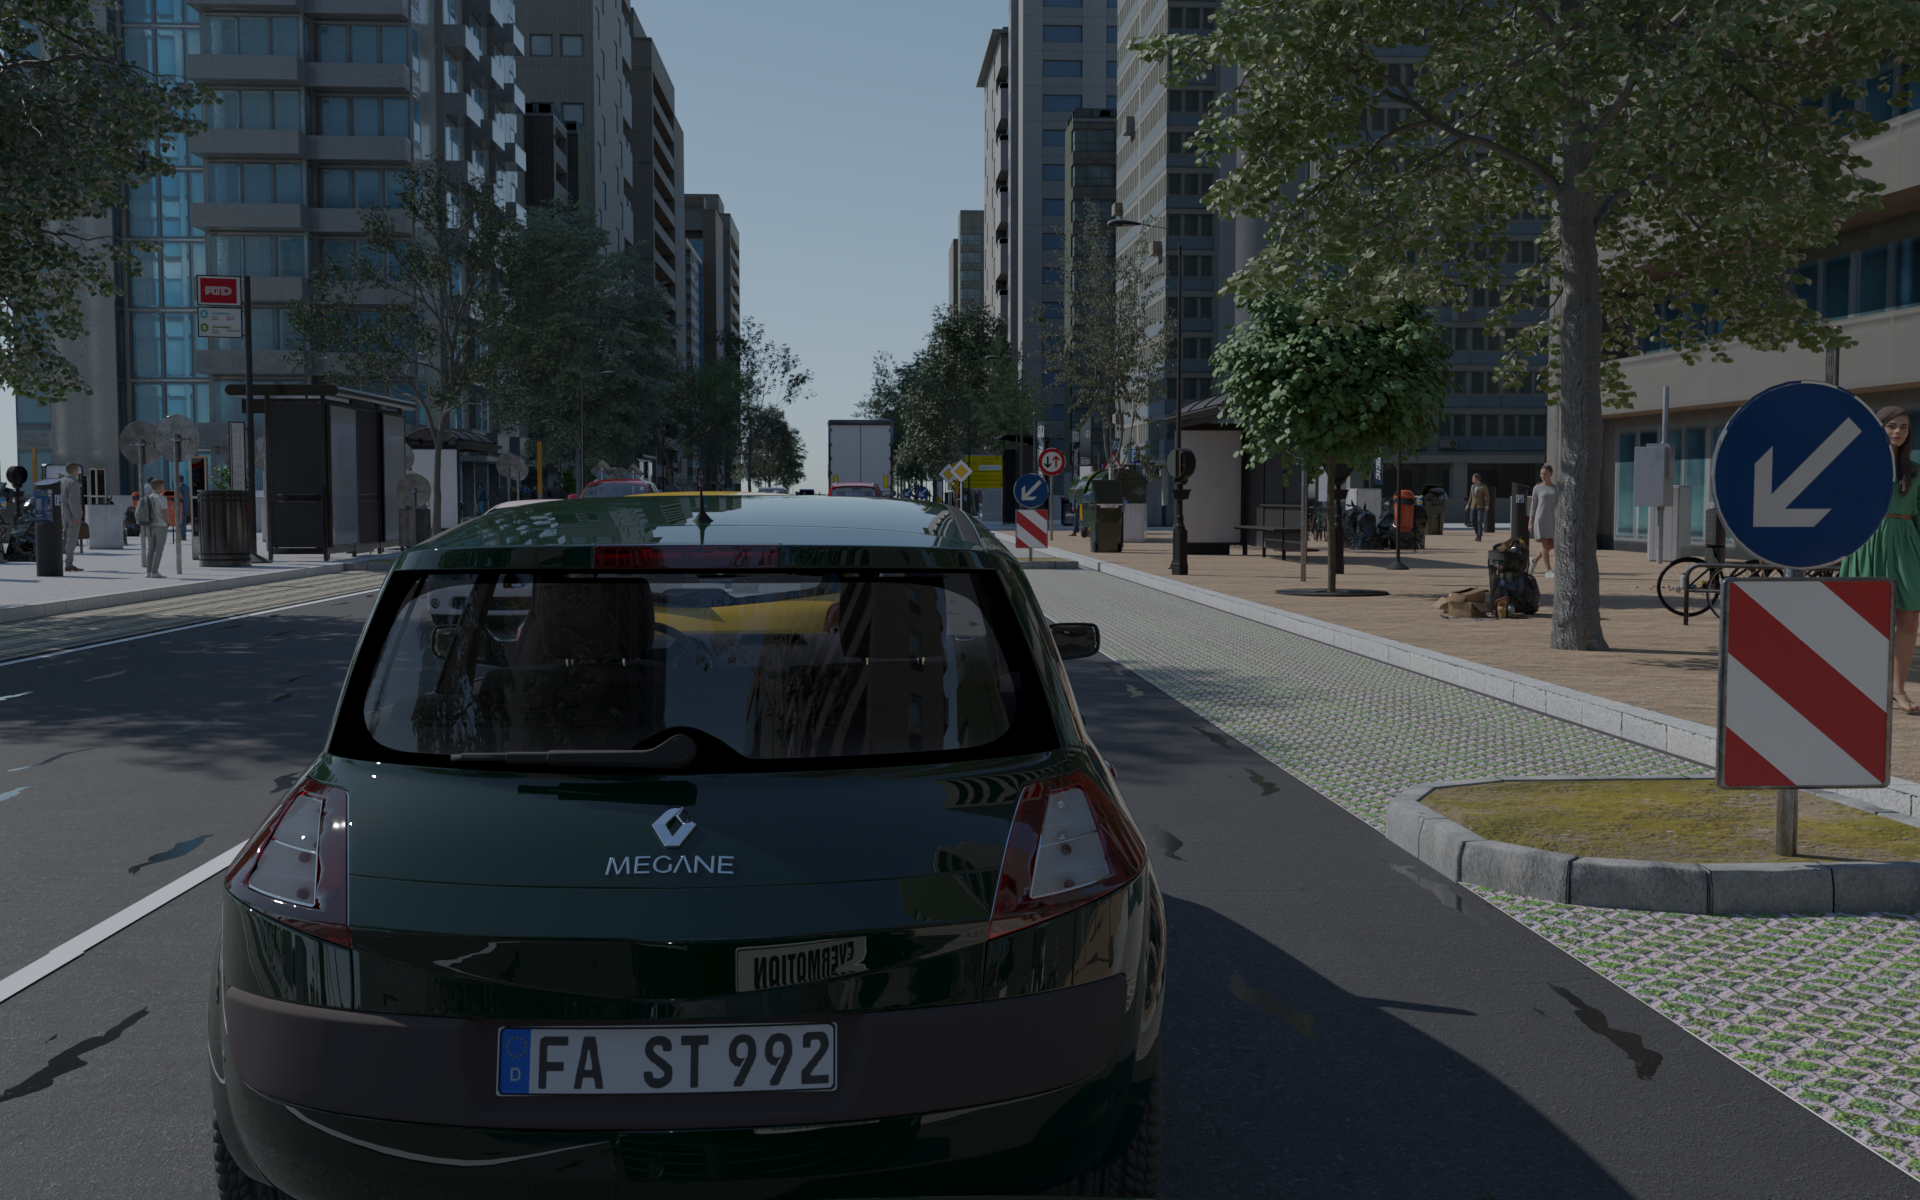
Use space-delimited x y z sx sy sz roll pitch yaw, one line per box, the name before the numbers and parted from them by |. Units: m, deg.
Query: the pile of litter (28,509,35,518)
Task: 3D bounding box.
pile of litter | -28.517 -2.385 52.959 1.719 0.858 1.176 2 4 34

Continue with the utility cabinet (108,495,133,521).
utility cabinet | -37.478 -4.052 77.414 1.020 1.237 0.306 -1 4 -9

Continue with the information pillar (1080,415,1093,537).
information pillar | 3.782 -3.691 51.699 0.183 3.616 0.504 -3 4 -39

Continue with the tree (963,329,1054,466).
tree | 2.132 -7.730 76.742 4.737 8.622 4.395 0 3 0

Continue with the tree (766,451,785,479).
tree | -26.124 -18.524 237.278 7.601 10.594 8.767 0 4 3

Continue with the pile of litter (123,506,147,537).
pile of litter | -25.130 -2.350 52.392 1.719 0.858 1.176 -2 4 -26

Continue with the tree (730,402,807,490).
tree | -23.572 -18.108 213.067 9.611 12.733 9.660 0 3 0

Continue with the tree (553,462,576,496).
tree | -23.212 -6.587 102.291 1.663 3.219 1.824 0 3 0

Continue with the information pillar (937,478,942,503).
information pillar | -1.333 -7.608 115.747 0.183 3.616 0.504 -2 4 -34

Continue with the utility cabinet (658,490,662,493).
utility cabinet | -15.161 -4.765 86.581 0.318 1.500 1.173 0 4 3

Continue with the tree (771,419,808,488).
tree | -26.708 -21.086 262.888 7.486 12.596 7.792 0 3 0

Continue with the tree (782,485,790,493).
tree | -27.687 -17.094 274.085 1.663 3.219 1.824 0 3 0

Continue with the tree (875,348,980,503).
tree | -2.224 -14.771 148.155 9.857 13.997 8.962 0 3 0

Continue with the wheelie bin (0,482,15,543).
wheelie bin | -25.123 -2.285 45.266 0.980 1.594 0.693 2 4 26

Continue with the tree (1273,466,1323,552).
tree | 7.415 -2.707 38.860 1.663 3.219 1.824 0 3 0

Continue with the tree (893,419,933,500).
tree | -4.199 -15.795 176.367 7.486 12.596 7.792 0 3 0

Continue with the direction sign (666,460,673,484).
direction sign | -19.430 -7.578 115.898 0.379 3.537 0.876 -3 5 -42

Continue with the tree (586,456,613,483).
tree | -25.553 -8.536 123.272 4.285 4.588 4.351 0 3 0

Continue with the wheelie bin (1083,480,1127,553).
wheelie bin | 3.166 -1.848 38.122 0.980 1.594 0.693 -1 4 -12

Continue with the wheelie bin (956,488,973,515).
wheelie bin | 0.241 -4.810 86.552 0.693 1.594 0.980 -2 4 -23

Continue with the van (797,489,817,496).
van | -17.321 -11.731 196.191 2.240 2.365 5.245 0 4 -3

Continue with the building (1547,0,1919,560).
building | 25.032 -24.820 29.503 21.300 48.544 21.600 0 4 -3

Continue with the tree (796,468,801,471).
tree | -28.857 -20.893 291.965 4.737 8.622 4.395 0 3 0

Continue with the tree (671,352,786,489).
tree | -20.335 -14.618 149.377 12.009 13.543 11.850 0 3 0

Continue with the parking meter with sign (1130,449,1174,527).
parking meter with sign | 7.457 -4.326 66.996 1.738 3.016 0.543 -2 4 -29

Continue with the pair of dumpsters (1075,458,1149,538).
pair of dumpsters | 4.291 -2.822 48.630 1.574 2.255 4.437 0 4 -3

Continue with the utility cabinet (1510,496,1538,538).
utility cabinet | 16.364 -2.380 50.067 1.020 1.237 0.306 -2 4 -33

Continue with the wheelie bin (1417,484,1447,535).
wheelie bin | 14.833 -2.837 54.288 0.980 1.594 0.693 -1 4 -22

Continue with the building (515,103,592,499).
building | -35.491 -21.790 127.963 14.160 30.474 14.107 0 4 -3

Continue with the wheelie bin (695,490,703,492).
wheelie bin | -18.155 -6.899 120.706 0.980 1.594 0.693 2 4 25

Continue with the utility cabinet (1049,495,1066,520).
utility cabinet | 4.843 -4.625 86.782 0.306 1.237 1.020 -3 5 -41

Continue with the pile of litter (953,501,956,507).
pile of litter | -0.369 -6.692 123.378 1.176 0.858 1.719 -2 4 -28

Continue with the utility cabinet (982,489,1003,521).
utility cabinet | 1.544 -4.438 81.241 0.318 1.500 1.173 -3 5 -44

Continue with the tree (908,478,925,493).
tree | -4.750 -11.521 182.974 1.663 3.219 1.824 0 3 0

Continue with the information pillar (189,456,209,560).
information pillar | -14.802 -1.788 33.732 0.304 2.012 0.304 -1 4 -17

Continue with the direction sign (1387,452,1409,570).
direction sign | 7.446 -2.284 29.340 0.379 3.537 0.876 3 5 42

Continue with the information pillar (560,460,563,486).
information pillar | -24.062 -6.928 104.622 0.183 3.616 0.504 0 4 -5

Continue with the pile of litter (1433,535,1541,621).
pile of litter | 5.537 -0.265 18.305 1.719 0.858 1.176 -3 5 -45

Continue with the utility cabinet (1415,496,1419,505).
utility cabinet | 14.878 -2.772 56.479 1.020 1.237 0.306 2 4 31

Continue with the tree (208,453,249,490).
tree | -27.646 -4.383 66.259 1.663 3.219 1.824 0 3 0

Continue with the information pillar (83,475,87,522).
information pillar | -33.446 -3.762 66.006 0.304 2.012 0.304 2 4 30

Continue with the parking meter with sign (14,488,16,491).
parking meter with sign | -68.429 -7.926 125.855 0.543 3.016 1.738 -3 5 -44

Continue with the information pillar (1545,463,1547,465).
information pillar | 14.139 -2.253 41.326 0.304 2.012 0.304 0 4 -3

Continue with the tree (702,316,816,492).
tree | -21.234 -19.937 181.853 12.611 20.169 13.585 0 3 0

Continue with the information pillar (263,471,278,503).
information pillar | -20.093 -2.815 50.523 0.304 2.012 0.304 -3 5 -45

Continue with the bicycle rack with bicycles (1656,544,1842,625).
bicycle rack with bicycles | 8.319 -0.230 17.135 2.852 0.926 2.925 -3 5 -45

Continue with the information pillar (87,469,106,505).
information pillar | -24.837 -2.779 49.931 0.304 2.012 0.304 2 4 31

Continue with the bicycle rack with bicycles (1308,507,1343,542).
bicycle rack with bicycles | 9.398 -2.106 47.817 2.852 0.926 2.925 2 4 28

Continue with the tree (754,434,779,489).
tree | -23.391 -15.484 203.519 4.360 8.622 3.978 0 3 0

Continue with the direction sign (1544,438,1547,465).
direction sign | 23.925 -4.751 69.673 0.876 3.537 0.379 0 4 -3

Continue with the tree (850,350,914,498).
tree | -8.883 -22.894 230.204 12.611 20.169 13.585 0 3 0

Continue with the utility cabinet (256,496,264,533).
utility cabinet | -23.417 -2.851 57.773 1.020 1.237 0.306 -1 4 -11
